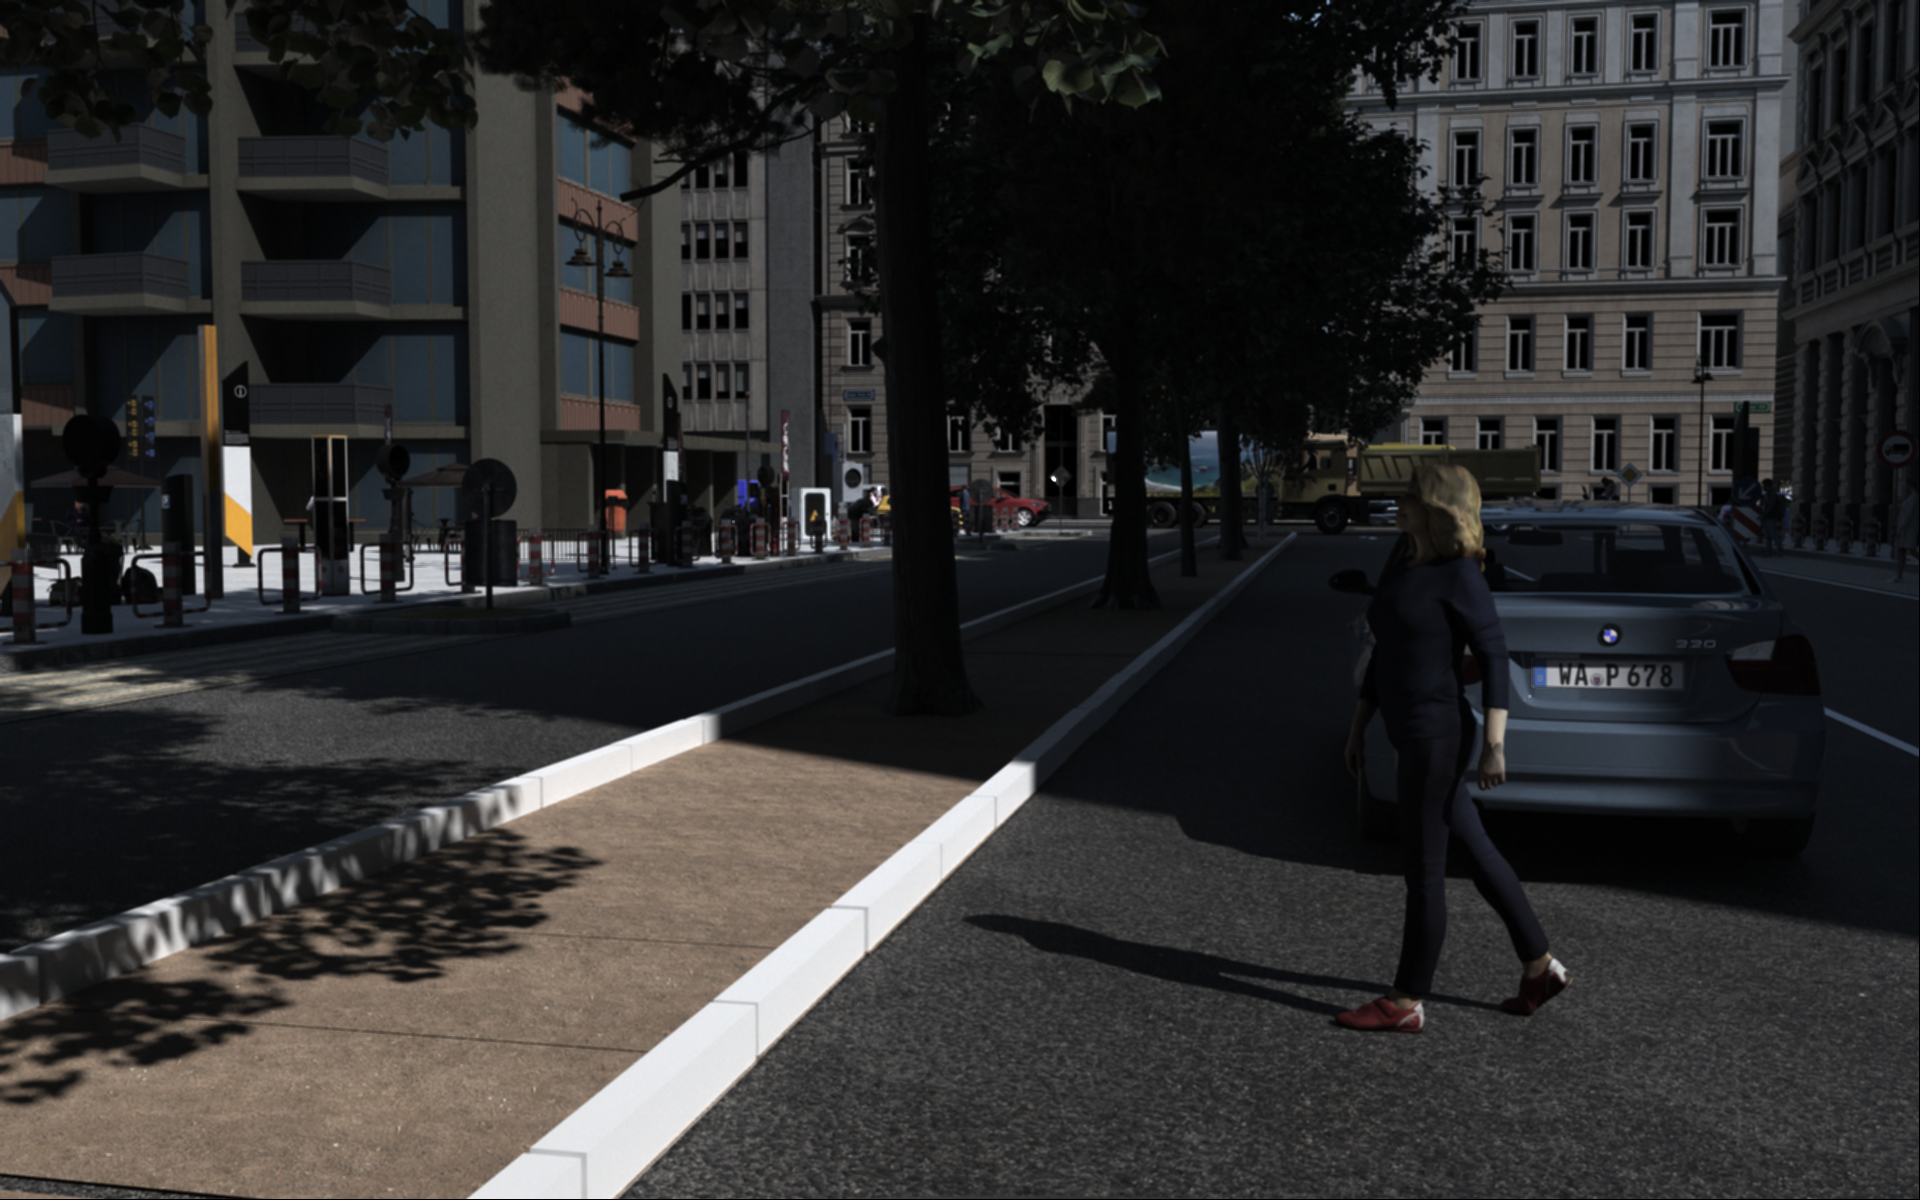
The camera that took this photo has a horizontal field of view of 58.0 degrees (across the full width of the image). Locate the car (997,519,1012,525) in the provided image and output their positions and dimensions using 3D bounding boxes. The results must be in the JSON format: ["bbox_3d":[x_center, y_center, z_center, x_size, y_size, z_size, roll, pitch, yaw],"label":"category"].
[{"bbox_3d":[0.843,-4.349,80.890,4.222,1.686,2.009,1,4,11],"label":"car"}]

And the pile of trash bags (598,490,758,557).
[{"bbox_3d":[-5.796,-1.614,36.146,3.447,1.369,1.912,0,4,-7],"label":"pile of trash bags"}]

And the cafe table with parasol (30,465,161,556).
[{"bbox_3d":[-18.109,-1.927,36.375,2.610,1.966,2.610,0,4,5],"label":"cafe table with parasol"}]

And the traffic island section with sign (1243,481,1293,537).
[{"bbox_3d":[10.266,-3.083,58.546,2.006,1.907,1.989,1,4,12],"label":"traffic island section with sign"}]

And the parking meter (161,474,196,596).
[{"bbox_3d":[-9.930,-0.831,22.003,0.372,1.533,0.369,0,3,0],"label":"parking meter"}]

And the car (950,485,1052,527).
[{"bbox_3d":[1.422,-4.163,76.739,5.304,1.827,2.281,1,4,14],"label":"car"}]

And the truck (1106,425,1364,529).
[{"bbox_3d":[11.768,-5.058,71.611,11.283,4.237,2.839,1,4,14],"label":"truck"}]

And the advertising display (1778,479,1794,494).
[{"bbox_3d":[36.541,-4.358,76.465,0.974,1.923,0.123,-1,4,-15],"label":"advertising display"}]

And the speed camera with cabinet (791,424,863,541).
[{"bbox_3d":[-3.710,-3.305,48.370,2.038,3.252,0.660,-3,4,-36],"label":"speed camera with cabinet"}]

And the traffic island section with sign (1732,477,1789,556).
[{"bbox_3d":[18.294,-1.975,40.912,1.989,1.847,2.006,1,4,12],"label":"traffic island section with sign"}]

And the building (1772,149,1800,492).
[{"bbox_3d":[50.302,-14.591,80.369,24.055,21.916,13.314,1,4,12],"label":"building"}]

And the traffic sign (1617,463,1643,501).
[{"bbox_3d":[21.535,-3.188,55.758,0.795,2.450,0.064,1,4,12],"label":"traffic sign"}]

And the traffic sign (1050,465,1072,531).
[{"bbox_3d":[3.474,-3.430,59.729,0.795,2.450,0.064,1,4,12],"label":"traffic sign"}]

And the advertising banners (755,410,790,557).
[{"bbox_3d":[-3.812,-2.406,35.533,0.090,3.025,2.074,1,4,13],"label":"advertising banners"}]

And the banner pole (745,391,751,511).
[{"bbox_3d":[-5.188,-3.212,42.526,0.401,3.779,0.863,0,4,-2],"label":"banner pole"}]

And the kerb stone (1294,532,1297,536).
[{"bbox_3d":[10.562,-2.010,55.062,0.120,0.150,1.000,1,4,12],"label":"kerb stone"}]

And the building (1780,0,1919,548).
[{"bbox_3d":[28.281,-13.080,42.738,11.050,23.489,19.941,1,4,12],"label":"building"}]

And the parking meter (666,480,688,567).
[{"bbox_3d":[-5.012,-1.362,30.685,0.372,1.533,0.369,0,3,0],"label":"parking meter"}]

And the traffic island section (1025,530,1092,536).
[{"bbox_3d":[3.449,-2.295,59.796,2.009,0.180,2.903,1,4,12],"label":"traffic island section"}]

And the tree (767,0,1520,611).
[{"bbox_3d":[2.128,-6.237,21.441,9.611,12.733,9.660,0,3,0],"label":"tree"}]

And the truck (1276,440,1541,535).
[{"bbox_3d":[15.413,-4.021,61.671,9.791,3.379,3.469,1,4,12],"label":"truck"}]

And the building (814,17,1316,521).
[{"bbox_3d":[6.089,-17.860,89.270,25.104,27.353,12.463,1,4,12],"label":"building"}]

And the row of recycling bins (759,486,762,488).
[{"bbox_3d":[-11.010,-4.872,86.768,3.534,1.692,1.069,2,4,28],"label":"row of recycling bins"}]

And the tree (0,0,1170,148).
[{"bbox_3d":[-1.900,-5.679,1.970,9.857,13.997,8.962,0,3,0],"label":"tree"}]

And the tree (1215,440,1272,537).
[{"bbox_3d":[9.993,-6.361,56.821,4.360,8.622,3.978,0,3,0],"label":"tree"}]

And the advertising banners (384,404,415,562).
[{"bbox_3d":[-10.742,-2.260,33.139,0.090,3.025,2.074,-2,4,-30],"label":"advertising banners"}]

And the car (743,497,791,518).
[{"bbox_3d":[-7.171,-3.702,73.103,3.894,1.354,1.945,1,4,12],"label":"car"}]

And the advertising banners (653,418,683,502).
[{"bbox_3d":[-6.910,-2.728,40.796,0.090,3.025,2.074,-2,4,-26],"label":"advertising banners"}]

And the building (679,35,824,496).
[{"bbox_3d":[-15.868,-16.900,94.339,19.932,24.808,12.078,1,4,12],"label":"building"}]

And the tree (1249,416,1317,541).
[{"bbox_3d":[9.154,-6.082,52.254,4.737,8.622,4.395,0,3,0],"label":"tree"}]

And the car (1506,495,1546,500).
[{"bbox_3d":[22.370,-3.555,67.913,4.222,1.686,2.009,1,4,11],"label":"car"}]

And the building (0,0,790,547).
[{"bbox_3d":[-22.290,-24.287,51.713,28.867,44.769,22.147,1,4,12],"label":"building"}]

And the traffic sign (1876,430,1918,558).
[{"bbox_3d":[18.599,-2.101,34.452,0.768,2.556,0.104,1,4,13],"label":"traffic sign"}]

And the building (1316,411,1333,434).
[{"bbox_3d":[46.894,-24.887,251.940,28.899,21.520,27.650,1,4,12],"label":"building"}]

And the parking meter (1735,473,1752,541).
[{"bbox_3d":[21.530,-2.564,47.635,0.399,1.863,0.255,1,4,20],"label":"parking meter"}]

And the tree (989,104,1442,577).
[{"bbox_3d":[4.057,-5.695,29.980,8.767,10.594,7.601,1,4,12],"label":"tree"}]

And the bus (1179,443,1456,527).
[{"bbox_3d":[15.601,-5.220,76.897,12.252,3.916,2.896,1,4,10],"label":"bus"}]

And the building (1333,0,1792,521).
[{"bbox_3d":[28.270,-18.283,84.827,20.117,28.700,13.634,1,4,12],"label":"building"}]

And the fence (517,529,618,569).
[{"bbox_3d":[-6.879,-0.861,29.456,2.069,0.683,0.278,0,4,-6],"label":"fence"}]

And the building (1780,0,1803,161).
[{"bbox_3d":[95.114,-39.678,190.733,28.212,58.520,21.231,1,4,12],"label":"building"}]

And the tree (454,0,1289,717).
[{"bbox_3d":[-0.353,-6.198,11.219,7.806,13.903,7.818,0,3,0],"label":"tree"}]

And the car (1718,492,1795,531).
[{"bbox_3d":[27.575,-2.981,58.330,3.694,1.707,1.945,1,4,11],"label":"car"}]

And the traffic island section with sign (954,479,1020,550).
[{"bbox_3d":[0.496,-2.213,44.814,1.989,1.847,2.006,1,4,12],"label":"traffic island section with sign"}]

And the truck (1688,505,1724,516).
[{"bbox_3d":[38.191,-4.818,68.537,18.799,4.110,2.967,1,4,14],"label":"truck"}]

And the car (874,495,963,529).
[{"bbox_3d":[-1.613,-3.730,71.207,3.980,1.641,2.015,1,4,11],"label":"car"}]

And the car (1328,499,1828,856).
[{"bbox_3d":[2.783,0.227,8.288,2.014,1.417,4.499,1,4,12],"label":"car"}]

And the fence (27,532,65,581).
[{"bbox_3d":[-13.977,-0.674,26.400,0.278,0.683,2.069,-3,5,-40],"label":"fence"}]

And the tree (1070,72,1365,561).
[{"bbox_3d":[5.730,-6.880,37.003,6.751,12.117,7.091,0,3,0],"label":"tree"}]

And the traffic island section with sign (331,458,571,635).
[{"bbox_3d":[-5.281,-0.603,18.483,1.989,1.847,2.006,1,4,12],"label":"traffic island section with sign"}]
